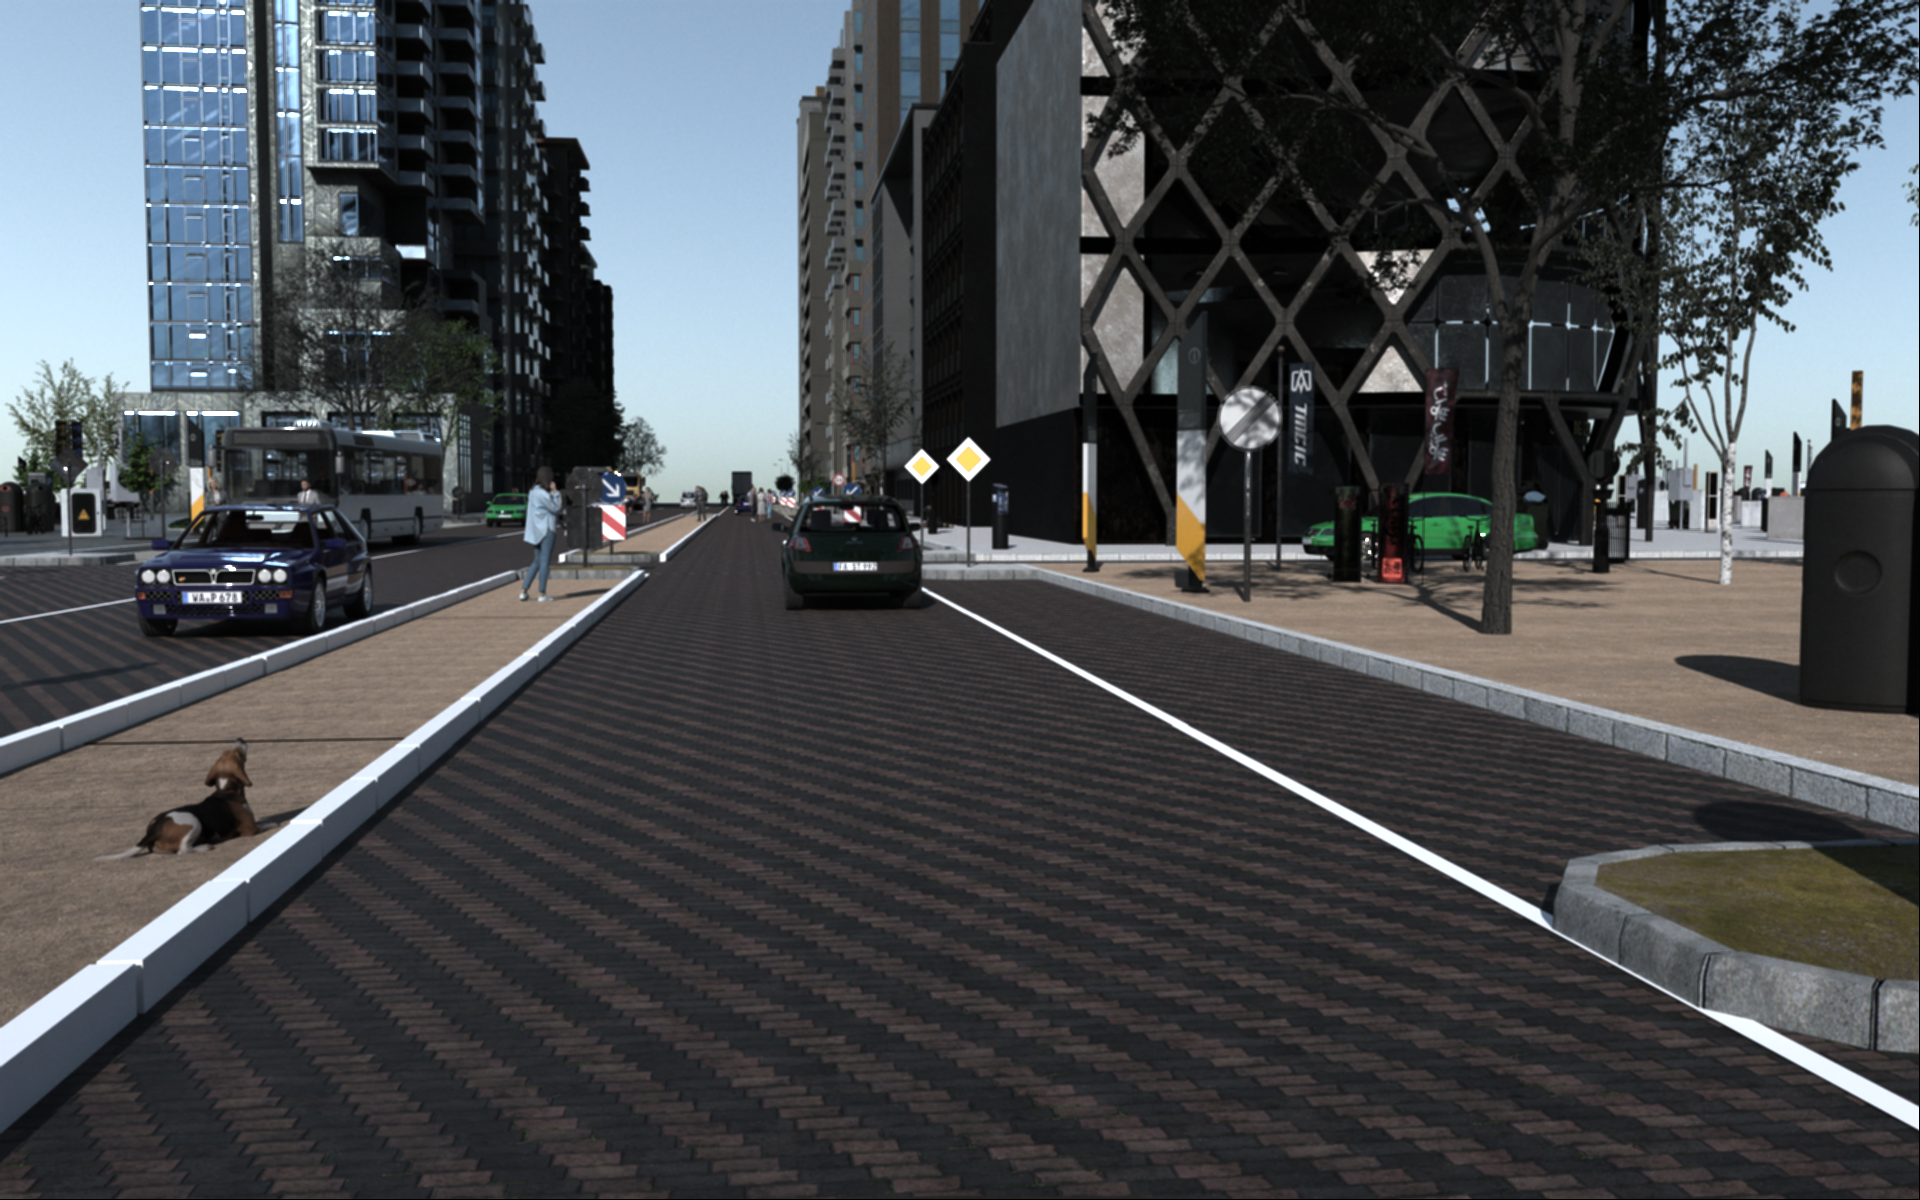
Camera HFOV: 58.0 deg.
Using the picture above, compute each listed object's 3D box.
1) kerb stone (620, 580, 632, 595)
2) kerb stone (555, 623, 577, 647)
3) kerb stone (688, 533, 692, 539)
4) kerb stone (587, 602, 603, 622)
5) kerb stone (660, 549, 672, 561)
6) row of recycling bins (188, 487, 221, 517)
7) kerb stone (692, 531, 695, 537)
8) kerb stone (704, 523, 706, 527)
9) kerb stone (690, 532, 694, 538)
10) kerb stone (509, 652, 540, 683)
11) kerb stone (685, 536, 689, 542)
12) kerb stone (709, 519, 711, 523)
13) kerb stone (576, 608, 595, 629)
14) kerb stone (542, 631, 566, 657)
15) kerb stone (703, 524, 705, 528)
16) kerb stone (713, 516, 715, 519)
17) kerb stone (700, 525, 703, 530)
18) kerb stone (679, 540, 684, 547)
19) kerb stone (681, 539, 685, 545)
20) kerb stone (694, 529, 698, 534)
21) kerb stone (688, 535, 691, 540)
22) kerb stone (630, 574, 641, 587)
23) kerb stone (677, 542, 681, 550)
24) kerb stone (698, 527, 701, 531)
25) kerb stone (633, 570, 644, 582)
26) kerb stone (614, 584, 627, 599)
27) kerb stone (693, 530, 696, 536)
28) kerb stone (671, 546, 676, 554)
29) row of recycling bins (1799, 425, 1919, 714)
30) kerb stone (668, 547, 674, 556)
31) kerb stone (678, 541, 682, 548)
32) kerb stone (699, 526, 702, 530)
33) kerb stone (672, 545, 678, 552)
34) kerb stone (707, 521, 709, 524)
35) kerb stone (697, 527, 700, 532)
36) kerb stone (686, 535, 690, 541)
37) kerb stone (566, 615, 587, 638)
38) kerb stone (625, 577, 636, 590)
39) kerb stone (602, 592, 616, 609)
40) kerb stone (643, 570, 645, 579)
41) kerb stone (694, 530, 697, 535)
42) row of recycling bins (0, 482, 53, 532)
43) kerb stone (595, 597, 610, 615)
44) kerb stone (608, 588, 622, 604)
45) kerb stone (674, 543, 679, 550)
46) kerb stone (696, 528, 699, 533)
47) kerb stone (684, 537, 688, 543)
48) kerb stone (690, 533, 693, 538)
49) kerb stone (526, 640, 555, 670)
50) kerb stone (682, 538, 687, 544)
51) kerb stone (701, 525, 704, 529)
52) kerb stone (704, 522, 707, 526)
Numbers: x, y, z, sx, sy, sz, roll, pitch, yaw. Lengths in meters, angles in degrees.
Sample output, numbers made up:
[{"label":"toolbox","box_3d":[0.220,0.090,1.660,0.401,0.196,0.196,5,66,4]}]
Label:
[{"label":"kerb stone","box_3d":[-4.792,-0.148,24.619,0.120,0.150,1.000,0,4,-7]},{"label":"kerb stone","box_3d":[-3.780,0.354,16.471,0.120,0.150,1.000,0,4,-7]},{"label":"kerb stone","box_3d":[-8.293,-1.859,52.584,0.120,0.150,1.000,0,4,-7]},{"label":"kerb stone","box_3d":[-4.156,0.163,19.536,0.120,0.150,1.000,0,4,-7]},{"label":"kerb stone","box_3d":[-6.505,-0.988,38.350,0.120,0.150,1.000,0,4,-7]},{"label":"row of recycling bins","box_3d":[-41.814,-5.470,96.547,3.534,1.692,1.069,3,4,37]},{"label":"kerb stone","box_3d":[-8.665,-2.046,55.641,0.120,0.150,1.000,0,4,-7]},{"label":"kerb stone","box_3d":[-10.578,-2.979,70.899,0.120,0.150,1.000,0,4,-7]},{"label":"kerb stone","box_3d":[-8.547,-1.980,54.625,0.120,0.150,1.000,0,4,-7]},{"label":"kerb stone","box_3d":[-3.399,0.545,13.422,0.120,0.150,1.000,0,4,-7]},{"label":"kerb stone","box_3d":[-7.908,-1.672,49.538,0.120,0.150,1.000,0,4,-7]},{"label":"kerb stone","box_3d":[-11.849,-3.602,81.094,0.120,0.150,1.000,0,4,-7]},{"label":"kerb stone","box_3d":[-4.035,0.226,18.521,0.120,0.150,1.000,0,4,-7]},{"label":"kerb stone","box_3d":[-3.649,0.412,15.454,0.120,0.150,1.000,0,4,-7]},{"label":"kerb stone","box_3d":[-10.326,-2.852,68.866,0.120,0.150,1.000,0,4,-7]},{"label":"kerb stone","box_3d":[-13.250,-4.285,92.265,0.120,0.150,1.000,0,4,-7]},{"label":"kerb stone","box_3d":[-9.941,-2.666,65.813,0.120,0.150,1.000,0,4,-7]},{"label":"kerb stone","box_3d":[-7.394,-1.418,45.474,0.120,0.150,1.000,0,4,-7]},{"label":"kerb stone","box_3d":[-7.526,-1.484,46.487,0.120,0.150,1.000,0,4,-7]},{"label":"kerb stone","box_3d":[-9.049,-2.229,58.695,0.120,0.150,1.000,0,4,-7]},{"label":"kerb stone","box_3d":[-8.162,-1.788,51.571,0.120,0.150,1.000,0,4,-7]},{"label":"kerb stone","box_3d":[-5.044,-0.268,26.655,0.120,0.150,1.000,0,4,-7]},{"label":"kerb stone","box_3d":[-7.145,-1.300,43.445,0.120,0.150,1.000,0,4,-7]},{"label":"kerb stone","box_3d":[-9.559,-2.481,62.765,0.120,0.150,1.000,0,4,-7]},{"label":"kerb stone","box_3d":[-5.175,-0.335,27.669,0.120,0.150,1.000,0,4,-7]},{"label":"kerb stone","box_3d":[-4.662,-0.086,23.598,0.120,0.150,1.000,0,4,-7]},{"label":"kerb stone","box_3d":[-8.792,-2.108,56.655,0.120,0.150,1.000,0,4,-7]},{"label":"kerb stone","box_3d":[-6.761,-1.110,40.388,0.120,0.150,1.000,0,4,-7]},{"label":"row of recycling bins","box_3d":[6.148,-0.131,9.249,1.069,1.692,3.534,-2,4,-29]},{"label":"kerb stone","box_3d":[-6.637,-1.048,39.367,0.120,0.150,1.000,0,4,-7]},{"label":"kerb stone","box_3d":[-7.269,-1.361,44.459,0.120,0.150,1.000,0,4,-7]},{"label":"kerb stone","box_3d":[-9.683,-2.543,63.781,0.120,0.150,1.000,0,4,-7]},{"label":"kerb stone","box_3d":[-6.894,-1.172,41.408,0.120,0.150,1.000,0,4,-7]},{"label":"kerb stone","box_3d":[-11.208,-3.288,75.986,0.120,0.150,1.000,0,4,-7]},{"label":"kerb stone","box_3d":[-9.440,-2.419,61.746,0.120,0.150,1.000,0,4,-7]},{"label":"kerb stone","box_3d":[-8.038,-1.735,50.556,0.120,0.150,1.000,0,4,-7]},{"label":"kerb stone","box_3d":[-3.901,0.287,17.497,0.120,0.150,1.000,0,4,-7]},{"label":"kerb stone","box_3d":[-4.919,-0.210,25.634,0.120,0.150,1.000,0,4,-7]},{"label":"kerb stone","box_3d":[-4.409,0.039,21.564,0.120,0.150,1.000,0,4,-7]},{"label":"kerb stone","box_3d":[-5.309,-0.397,28.682,0.120,0.150,1.000,0,4,-7]},{"label":"kerb stone","box_3d":[-8.919,-2.170,57.672,0.120,0.150,1.000,0,4,-7]},{"label":"row of recycling bins","box_3d":[-32.575,-3.140,58.448,3.534,1.692,1.069,-1,4,-16]},{"label":"kerb stone","box_3d":[-4.284,0.102,20.550,0.120,0.150,1.000,0,4,-7]},{"label":"kerb stone","box_3d":[-4.541,-0.024,22.582,0.120,0.150,1.000,0,4,-7]},{"label":"kerb stone","box_3d":[-7.029,-1.233,42.427,0.120,0.150,1.000,0,4,-7]},{"label":"kerb stone","box_3d":[-9.173,-2.294,59.709,0.120,0.150,1.000,0,4,-7]},{"label":"kerb stone","box_3d":[-7.781,-1.607,48.515,0.120,0.150,1.000,0,4,-7]},{"label":"kerb stone","box_3d":[-8.414,-1.921,53.611,0.120,0.150,1.000,0,4,-7]},{"label":"kerb stone","box_3d":[-3.517,0.475,14.437,0.120,0.150,1.000,0,4,-7]},{"label":"kerb stone","box_3d":[-7.646,-1.548,47.502,0.120,0.150,1.000,0,4,-7]},{"label":"kerb stone","box_3d":[-10.065,-2.730,66.827,0.120,0.150,1.000,0,4,-7]},{"label":"kerb stone","box_3d":[-10.700,-3.041,71.919,0.120,0.150,1.000,0,4,-7]}]
